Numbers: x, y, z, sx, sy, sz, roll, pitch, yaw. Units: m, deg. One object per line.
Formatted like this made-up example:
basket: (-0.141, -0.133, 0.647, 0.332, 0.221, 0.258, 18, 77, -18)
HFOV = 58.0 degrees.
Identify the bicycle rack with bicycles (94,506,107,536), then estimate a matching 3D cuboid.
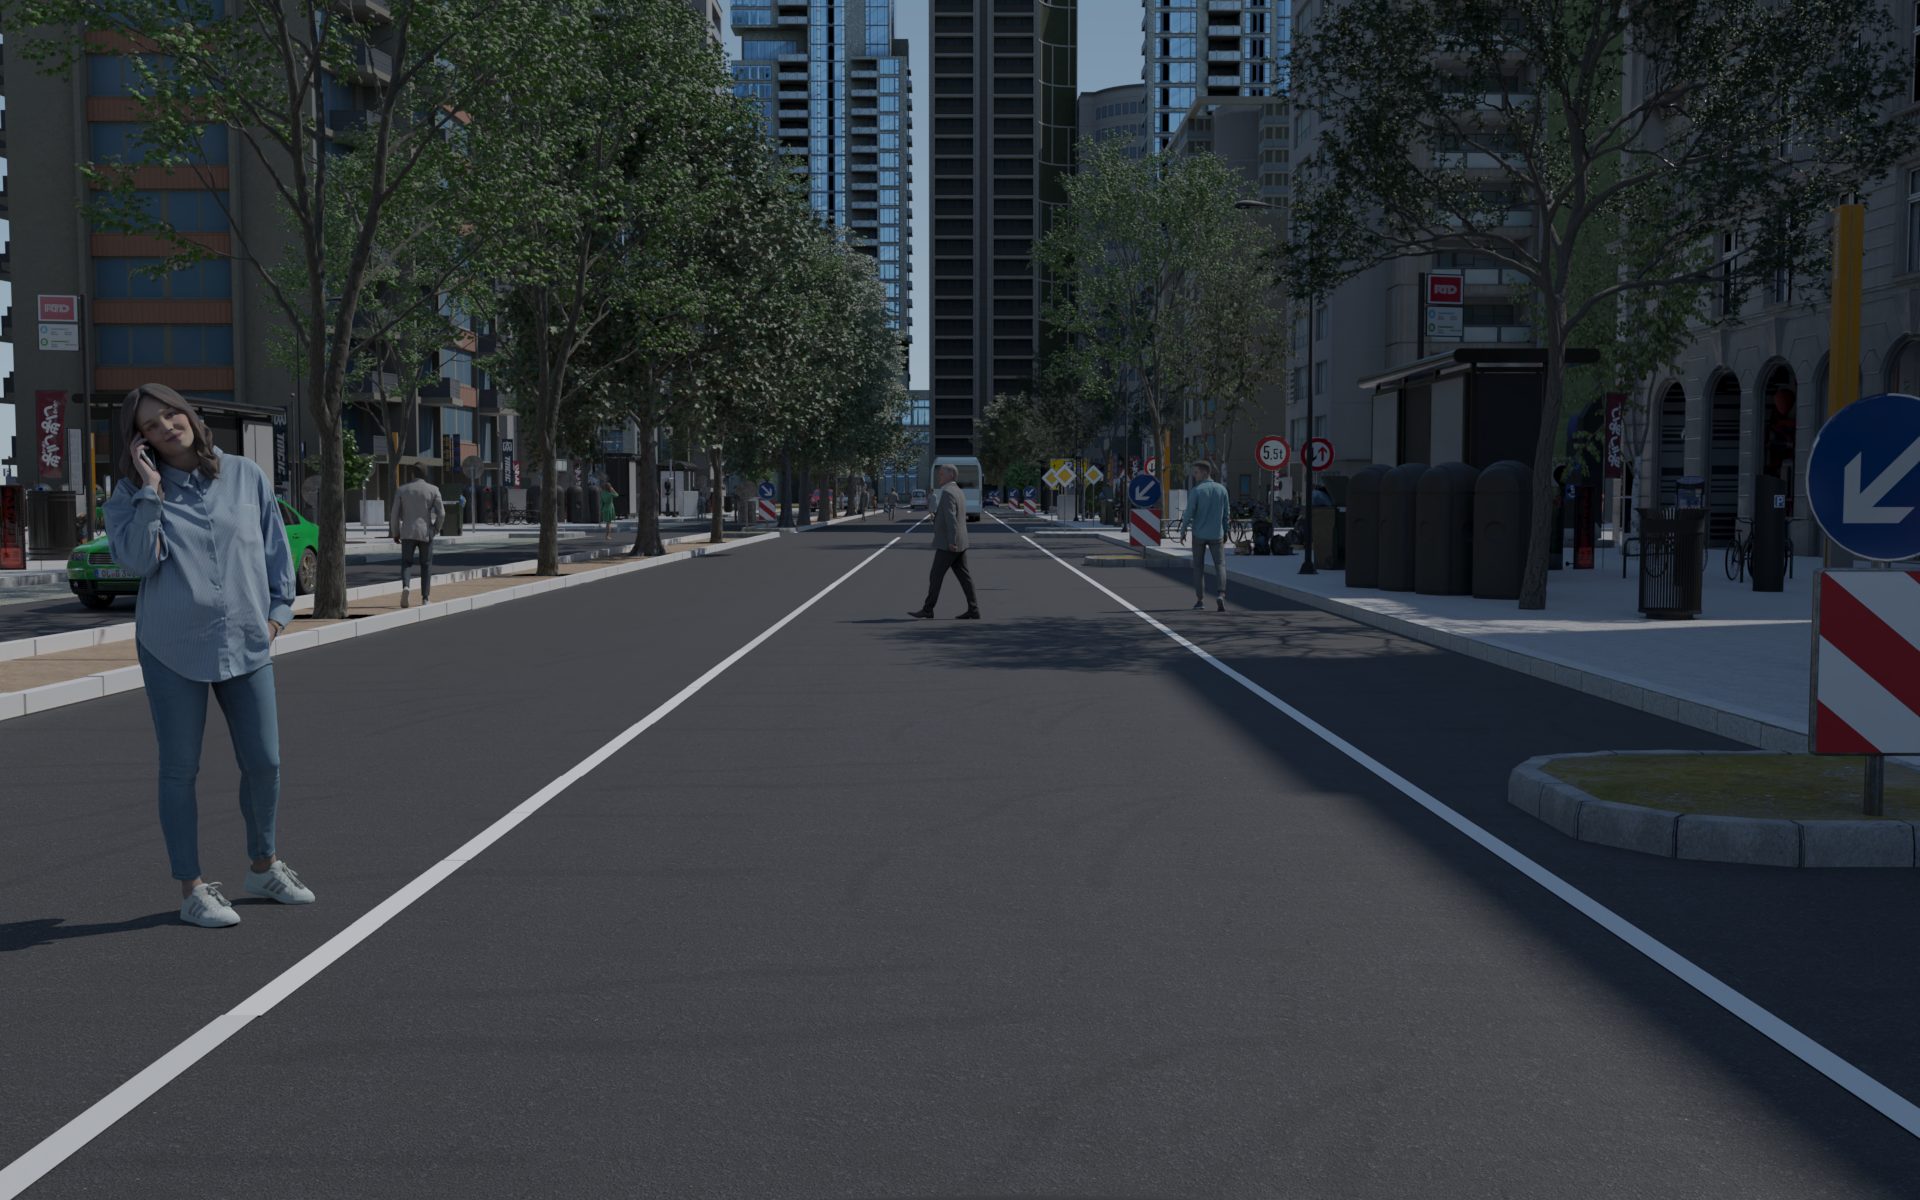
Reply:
bicycle rack with bicycles: (-24.834, -2.402, 52.648, 2.852, 0.926, 2.925, -2, 4, -35)

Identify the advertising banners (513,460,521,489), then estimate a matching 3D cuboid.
advertising banners: (-22.613, -5.773, 90.577, 0.090, 3.025, 2.074, 2, 4, 30)

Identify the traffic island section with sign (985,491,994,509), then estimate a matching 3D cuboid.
traffic island section with sign: (3.421, -9.742, 167.915, 1.989, 1.847, 2.006, 0, 3, 0)

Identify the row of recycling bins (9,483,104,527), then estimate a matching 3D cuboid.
row of recycling bins: (-35.441, -3.709, 67.758, 3.534, 1.692, 1.069, -1, 4, -22)

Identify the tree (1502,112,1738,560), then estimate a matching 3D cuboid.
tree: (12.995, -5.086, 33.521, 4.737, 8.622, 4.395, 0, 3, 0)

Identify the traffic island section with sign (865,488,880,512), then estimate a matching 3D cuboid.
traffic island section with sign: (-7.261, -8.085, 140.332, 2.006, 1.907, 1.989, 0, 3, 0)

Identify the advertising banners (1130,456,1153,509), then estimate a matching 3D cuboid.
advertising banners: (8.639, -5.079, 79.229, 2.074, 3.025, 0.090, -2, 4, -26)

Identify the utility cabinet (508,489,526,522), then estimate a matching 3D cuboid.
utility cabinet: (-20.447, -4.318, 79.276, 1.173, 1.500, 0.318, -1, 4, -11)

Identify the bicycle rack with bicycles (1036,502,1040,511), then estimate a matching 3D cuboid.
bicycle rack with bicycles: (7.073, -7.382, 134.073, 2.925, 0.926, 2.852, 2, 4, 25)

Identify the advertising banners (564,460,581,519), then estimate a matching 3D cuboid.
advertising banners: (-20.011, -5.575, 87.335, 2.074, 3.025, 0.090, 0, 4, -8)

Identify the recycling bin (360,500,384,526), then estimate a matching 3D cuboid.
recycling bin: (-23.656, -3.494, 69.687, 0.722, 1.027, 0.722, -3, 5, -42)

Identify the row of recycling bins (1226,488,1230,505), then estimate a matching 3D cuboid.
row of recycling bins: (15.480, -5.894, 103.482, 1.069, 1.692, 3.534, 1, 4, 19)

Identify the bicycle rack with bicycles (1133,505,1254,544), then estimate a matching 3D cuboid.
bicycle rack with bicycles: (6.618, -1.947, 45.209, 2.925, 0.926, 2.852, -3, 4, -37)

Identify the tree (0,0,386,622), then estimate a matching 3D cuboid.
tree: (-7.115, -5.577, 19.401, 9.928, 11.665, 9.643, 0, 3, 0)

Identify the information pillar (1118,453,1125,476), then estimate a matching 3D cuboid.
information pillar: (9.179, -6.536, 98.224, 0.504, 3.616, 0.183, 3, 4, 36)

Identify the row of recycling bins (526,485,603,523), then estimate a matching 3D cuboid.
row of recycling bins: (-17.646, -4.306, 77.516, 3.534, 1.692, 1.069, -3, 4, -36)

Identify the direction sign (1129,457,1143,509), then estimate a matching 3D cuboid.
direction sign: (10.687, -6.936, 105.404, 0.876, 3.537, 0.379, -1, 4, -11)

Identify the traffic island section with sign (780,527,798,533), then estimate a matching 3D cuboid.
traffic island section with sign: (-7.189, -3.490, 65.193, 2.006, 1.907, 1.989, 0, 3, 0)

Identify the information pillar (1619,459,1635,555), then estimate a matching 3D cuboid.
information pillar: (14.103, -1.959, 36.523, 0.304, 2.012, 0.304, 1, 4, 9)

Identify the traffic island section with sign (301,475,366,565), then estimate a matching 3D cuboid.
traffic island section with sign: (-13.294, -1.636, 35.382, 1.989, 1.847, 2.006, 0, 3, 0)

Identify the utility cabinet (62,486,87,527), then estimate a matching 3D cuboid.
utility cabinet: (-23.191, -2.245, 45.390, 0.318, 1.500, 1.173, -3, 5, -40)

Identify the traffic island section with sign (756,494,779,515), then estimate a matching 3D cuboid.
traffic island section with sign: (-13.360, -6.665, 117.595, 1.989, 1.847, 2.006, 0, 3, 0)

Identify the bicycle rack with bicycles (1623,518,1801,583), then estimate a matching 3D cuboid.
bicycle rack with bicycles: (11.559, -0.789, 26.284, 2.925, 0.926, 2.852, -3, 5, -42)

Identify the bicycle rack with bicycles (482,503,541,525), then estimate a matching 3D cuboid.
bicycle rack with bicycles: (-18.367, -3.614, 72.470, 2.925, 0.926, 2.852, -1, 4, -10)

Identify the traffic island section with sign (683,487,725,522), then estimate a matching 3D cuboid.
traffic island section with sign: (-13.353, -5.016, 90.639, 1.989, 1.847, 2.006, 0, 3, 0)

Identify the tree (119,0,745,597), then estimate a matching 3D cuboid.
tree: (-7.057, -6.203, 29.635, 9.928, 11.665, 9.643, 0, 3, 0)

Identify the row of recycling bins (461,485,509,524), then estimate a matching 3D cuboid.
row of recycling bins: (-21.106, -4.170, 75.288, 1.069, 1.692, 3.534, 2, 4, 31)

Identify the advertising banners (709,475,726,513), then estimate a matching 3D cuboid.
advertising banners: (-16.832, -7.429, 117.656, 2.074, 3.025, 0.090, 0, 4, 1)

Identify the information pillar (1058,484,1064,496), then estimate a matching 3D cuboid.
information pillar: (5.503, -5.423, 93.157, 0.304, 2.012, 0.304, -2, 4, -35)

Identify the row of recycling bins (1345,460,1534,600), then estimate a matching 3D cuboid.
row of recycling bins: (6.212, -0.946, 22.573, 1.069, 1.692, 3.534, -1, 4, -21)

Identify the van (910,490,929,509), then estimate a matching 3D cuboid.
van: (-3.847, -9.689, 165.423, 2.013, 2.044, 4.112, 0, 4, 1)

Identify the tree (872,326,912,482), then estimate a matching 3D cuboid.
tree: (-6.992, -9.172, 69.425, 9.611, 12.733, 9.660, 0, 3, 0)

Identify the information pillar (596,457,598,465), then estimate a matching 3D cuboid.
information pillar: (-22.718, -7.114, 107.663, 0.504, 3.616, 0.183, -1, 4, -19)

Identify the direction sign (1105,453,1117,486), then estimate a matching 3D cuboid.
direction sign: (8.448, -6.410, 96.795, 0.876, 3.537, 0.379, -3, 4, -38)

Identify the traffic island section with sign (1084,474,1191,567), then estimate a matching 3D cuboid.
traffic island section with sign: (3.531, -1.605, 34.865, 1.989, 1.847, 2.006, 0, 3, 0)

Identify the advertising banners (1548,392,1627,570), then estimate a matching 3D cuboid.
advertising banners: (10.620, -2.035, 29.466, 2.074, 3.025, 0.090, -2, 4, -29)

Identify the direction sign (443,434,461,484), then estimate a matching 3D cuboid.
direction sign: (-19.177, -4.489, 65.395, 0.876, 3.537, 0.379, 2, 4, 29)

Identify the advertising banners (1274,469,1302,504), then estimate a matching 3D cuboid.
advertising banners: (19.110, -6.376, 100.439, 2.074, 3.025, 0.090, 1, 4, 9)

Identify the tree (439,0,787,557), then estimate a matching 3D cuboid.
tree: (-7.178, -7.352, 39.676, 9.611, 12.733, 9.660, 0, 3, 0)

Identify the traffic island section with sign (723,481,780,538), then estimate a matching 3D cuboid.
traffic island section with sign: (-7.193, -3.037, 57.786, 2.006, 1.907, 1.989, 0, 3, 0)

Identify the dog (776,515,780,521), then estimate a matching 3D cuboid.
dog: (-8.975, -4.141, 86.996, 0.540, 0.507, 0.406, -3, 4, -36)

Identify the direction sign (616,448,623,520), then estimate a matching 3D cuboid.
direction sign: (-16.665, -5.660, 84.537, 0.379, 3.537, 0.876, -1, 4, -11)

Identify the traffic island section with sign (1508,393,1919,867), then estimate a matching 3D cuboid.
traffic island section with sign: (3.548, 0.063, 7.594, 1.989, 1.847, 2.006, 0, 3, 0)

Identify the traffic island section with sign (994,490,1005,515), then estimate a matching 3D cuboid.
traffic island section with sign: (3.457, -6.634, 117.095, 1.989, 1.847, 2.006, 0, 3, 0)

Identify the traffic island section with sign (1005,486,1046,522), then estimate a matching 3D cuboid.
traffic island section with sign: (3.486, -4.985, 90.140, 1.989, 1.847, 2.006, 0, 3, 0)

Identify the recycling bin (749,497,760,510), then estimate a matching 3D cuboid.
recycling bin: (-16.110, -7.527, 135.615, 0.722, 1.027, 0.722, -2, 4, -25)

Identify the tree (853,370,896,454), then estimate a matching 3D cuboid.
tree: (-6.924, -7.422, 49.560, 9.928, 11.665, 9.643, 0, 3, 0)

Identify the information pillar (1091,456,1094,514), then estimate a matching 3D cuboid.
information pillar: (8.173, -7.084, 107.174, 0.183, 3.616, 0.504, 0, 4, -7)

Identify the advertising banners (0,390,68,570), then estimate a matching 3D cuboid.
advertising banners: (-16.059, -2.017, 29.173, 2.074, 3.025, 0.090, 0, 4, -4)

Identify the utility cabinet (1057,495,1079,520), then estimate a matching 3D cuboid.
utility cabinet: (5.340, -4.567, 85.835, 1.020, 1.237, 0.306, -1, 4, -15)

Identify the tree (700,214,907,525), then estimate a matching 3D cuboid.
tree: (-7.201, -10.410, 79.322, 9.857, 13.997, 8.962, 0, 3, 0)
